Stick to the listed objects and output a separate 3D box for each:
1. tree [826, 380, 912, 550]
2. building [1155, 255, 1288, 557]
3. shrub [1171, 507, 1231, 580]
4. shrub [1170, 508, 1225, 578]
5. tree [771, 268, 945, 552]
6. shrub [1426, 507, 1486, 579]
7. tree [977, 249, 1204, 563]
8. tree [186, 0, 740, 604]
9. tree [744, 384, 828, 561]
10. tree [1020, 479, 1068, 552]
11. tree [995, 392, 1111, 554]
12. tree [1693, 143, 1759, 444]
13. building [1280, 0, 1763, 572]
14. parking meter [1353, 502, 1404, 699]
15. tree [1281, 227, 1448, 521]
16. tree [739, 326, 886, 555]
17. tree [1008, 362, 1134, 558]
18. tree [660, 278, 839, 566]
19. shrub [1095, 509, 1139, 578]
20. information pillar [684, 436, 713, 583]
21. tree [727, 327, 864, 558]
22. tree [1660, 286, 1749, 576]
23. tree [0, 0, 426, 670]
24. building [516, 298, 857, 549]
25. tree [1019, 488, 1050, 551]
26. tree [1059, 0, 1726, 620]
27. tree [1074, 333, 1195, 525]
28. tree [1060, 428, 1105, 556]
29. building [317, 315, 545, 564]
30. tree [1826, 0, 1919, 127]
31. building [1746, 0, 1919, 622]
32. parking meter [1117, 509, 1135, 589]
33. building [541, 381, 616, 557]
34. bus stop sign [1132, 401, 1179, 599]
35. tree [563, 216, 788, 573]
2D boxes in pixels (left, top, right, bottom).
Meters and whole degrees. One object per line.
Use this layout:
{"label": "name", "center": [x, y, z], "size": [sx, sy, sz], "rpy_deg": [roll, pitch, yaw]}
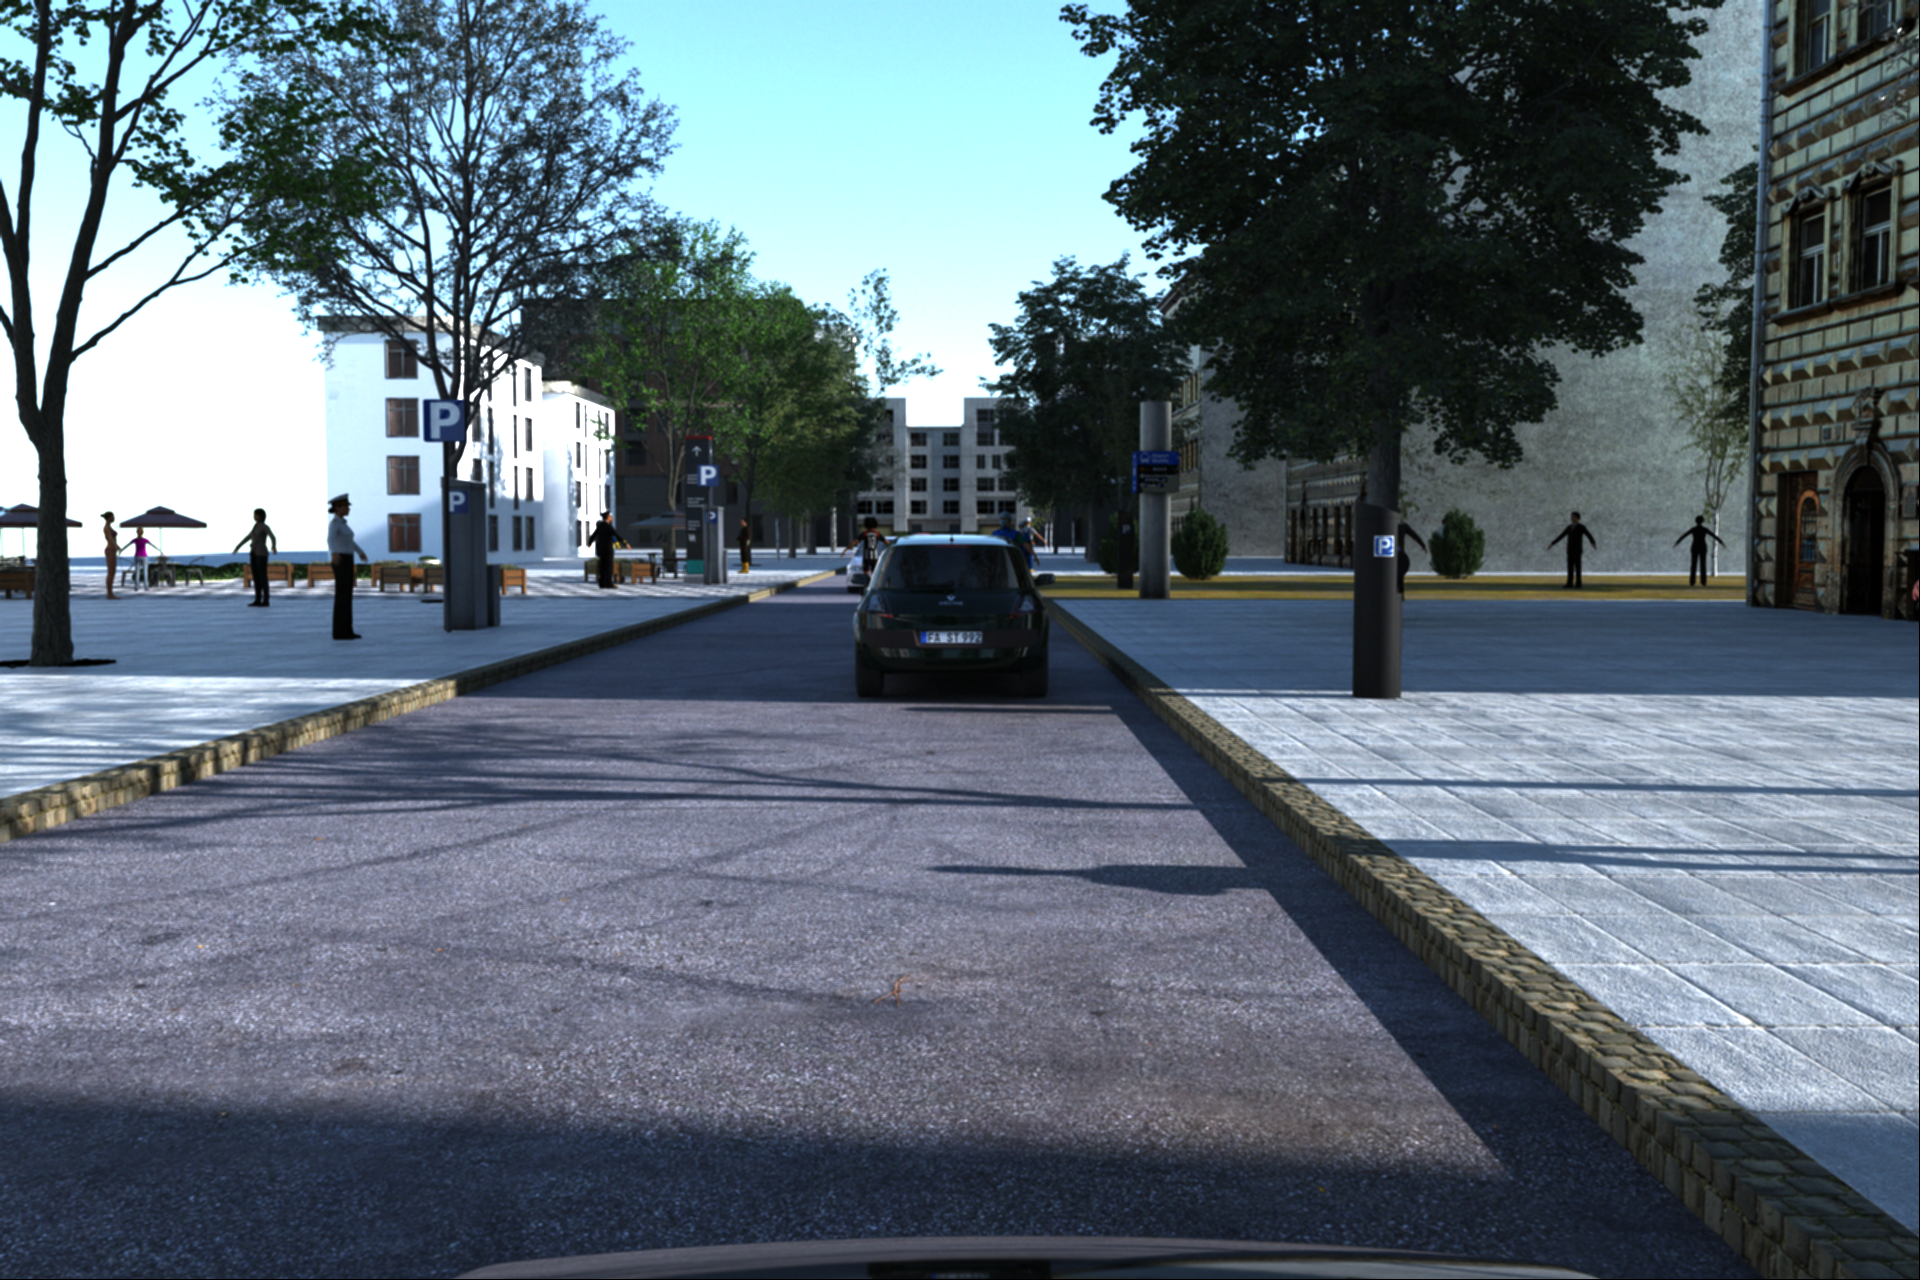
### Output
{"label": "tree", "center": [-8.865, -13.962, 138.643], "size": [12.009, 13.543, 11.850], "rpy_deg": [0, 3, 0]}
{"label": "building", "center": [22.703, -16.821, 105.945], "size": [19.493, 23.208, 18.063], "rpy_deg": [0, 4, 0]}
{"label": "shrub", "center": [6.697, -2.674, 48.139], "size": [1.690, 2.028, 1.600], "rpy_deg": [0, 3, 0]}
{"label": "shrub", "center": [6.914, -2.847, 50.591], "size": [1.661, 2.075, 1.752], "rpy_deg": [0, 3, 0]}
{"label": "tree", "center": [-7.948, -16.339, 123.034], "size": [12.611, 20.169, 13.585], "rpy_deg": [0, 3, 0]}
{"label": "shrub", "center": [14.144, -2.774, 49.392], "size": [1.661, 2.075, 1.752], "rpy_deg": [0, 3, 0]}
{"label": "tree", "center": [5.874, -10.422, 77.059], "size": [9.857, 13.997, 8.962], "rpy_deg": [0, 3, 0]}
{"label": "tree", "center": [-9.383, -7.442, 32.047], "size": [12.009, 13.543, 11.850], "rpy_deg": [0, 3, 0]}
{"label": "tree", "center": [-8.681, -8.132, 83.323], "size": [4.737, 8.622, 4.395], "rpy_deg": [0, 3, 0]}
{"label": "tree", "center": [6.402, -10.662, 124.678], "size": [4.737, 8.622, 4.395], "rpy_deg": [0, 3, 0]}
{"label": "tree", "center": [6.307, -10.831, 111.507], "size": [8.767, 10.594, 7.601], "rpy_deg": [-2, 4, -24]}
{"label": "tree", "center": [22.204, -8.189, 40.546], "size": [9.857, 13.997, 8.962], "rpy_deg": [0, 3, 0]}
{"label": "building", "center": [23.513, -14.402, 66.407], "size": [19.493, 23.208, 18.063], "rpy_deg": [0, 3, 0]}
{"label": "parking meter", "center": [3.284, -0.318, 13.607], "size": [0.372, 1.533, 0.369], "rpy_deg": [0, 3, 0]}
{"label": "tree", "center": [9.896, -5.483, 40.001], "size": [4.360, 8.622, 3.978], "rpy_deg": [0, 3, 0]}
{"label": "tree", "center": [-9.275, -12.313, 107.980], "size": [9.857, 13.997, 8.962], "rpy_deg": [0, 3, 0]}
{"label": "tree", "center": [6.638, -9.535, 90.317], "size": [8.767, 10.594, 7.601], "rpy_deg": [0, 4, 3]}
{"label": "tree", "center": [-8.484, -8.814, 69.864], "size": [9.928, 11.665, 9.643], "rpy_deg": [0, 3, 0]}
{"label": "shrub", "center": [4.781, -2.857, 51.126], "size": [1.690, 2.028, 1.600], "rpy_deg": [0, 3, 0]}
{"label": "information pillar", "center": [-6.901, -3.454, 45.856], "size": [0.750, 3.857, 0.750], "rpy_deg": [0, 4, -1]}
{"label": "tree", "center": [-8.994, -10.720, 93.403], "size": [7.486, 12.596, 7.792], "rpy_deg": [0, 3, 0]}
{"label": "tree", "center": [22.641, -6.235, 52.312], "size": [4.360, 8.622, 3.978], "rpy_deg": [0, 3, 0]}
{"label": "tree", "center": [-8.787, -5.546, 16.440], "size": [9.928, 11.665, 9.643], "rpy_deg": [0, 3, 0]}
{"label": "building", "center": [-24.622, -19.735, 166.649], "size": [27.936, 21.610, 32.646], "rpy_deg": [0, 4, -1]}
{"label": "tree", "center": [6.657, -11.071, 131.371], "size": [4.360, 8.622, 3.978], "rpy_deg": [0, 3, 0]}
{"label": "tree", "center": [6.220, -7.262, 25.395], "size": [9.857, 13.997, 8.962], "rpy_deg": [0, 3, 0]}
{"label": "tree", "center": [5.843, -6.968, 64.282], "size": [4.360, 8.622, 3.978], "rpy_deg": [0, 3, 0]}
{"label": "tree", "center": [6.321, -9.128, 99.602], "size": [4.360, 8.622, 3.978], "rpy_deg": [0, 3, 0]}
{"label": "building", "center": [-23.851, -8.469, 80.623], "size": [9.099, 9.664, 28.070], "rpy_deg": [0, 4, 0]}
{"label": "tree", "center": [6.414, -5.974, 8.047], "size": [12.009, 13.543, 11.850], "rpy_deg": [0, 3, 0]}
{"label": "building", "center": [23.196, -11.622, 20.954], "size": [19.493, 23.208, 18.063], "rpy_deg": [0, 4, 0]}
{"label": "parking meter", "center": [3.909, -2.142, 40.735], "size": [0.399, 1.863, 0.255], "rpy_deg": [0, 4, 0]}
{"label": "building", "center": [-26.168, -10.217, 109.196], "size": [9.099, 9.664, 28.070], "rpy_deg": [0, 4, -1]}
{"label": "bus stop sign", "center": [3.902, -2.790, 34.636], "size": [0.837, 3.901, 0.837], "rpy_deg": [0, 4, -2]}
{"label": "tree", "center": [-9.441, -8.009, 56.701], "size": [9.928, 11.665, 9.643], "rpy_deg": [0, 3, 0]}
